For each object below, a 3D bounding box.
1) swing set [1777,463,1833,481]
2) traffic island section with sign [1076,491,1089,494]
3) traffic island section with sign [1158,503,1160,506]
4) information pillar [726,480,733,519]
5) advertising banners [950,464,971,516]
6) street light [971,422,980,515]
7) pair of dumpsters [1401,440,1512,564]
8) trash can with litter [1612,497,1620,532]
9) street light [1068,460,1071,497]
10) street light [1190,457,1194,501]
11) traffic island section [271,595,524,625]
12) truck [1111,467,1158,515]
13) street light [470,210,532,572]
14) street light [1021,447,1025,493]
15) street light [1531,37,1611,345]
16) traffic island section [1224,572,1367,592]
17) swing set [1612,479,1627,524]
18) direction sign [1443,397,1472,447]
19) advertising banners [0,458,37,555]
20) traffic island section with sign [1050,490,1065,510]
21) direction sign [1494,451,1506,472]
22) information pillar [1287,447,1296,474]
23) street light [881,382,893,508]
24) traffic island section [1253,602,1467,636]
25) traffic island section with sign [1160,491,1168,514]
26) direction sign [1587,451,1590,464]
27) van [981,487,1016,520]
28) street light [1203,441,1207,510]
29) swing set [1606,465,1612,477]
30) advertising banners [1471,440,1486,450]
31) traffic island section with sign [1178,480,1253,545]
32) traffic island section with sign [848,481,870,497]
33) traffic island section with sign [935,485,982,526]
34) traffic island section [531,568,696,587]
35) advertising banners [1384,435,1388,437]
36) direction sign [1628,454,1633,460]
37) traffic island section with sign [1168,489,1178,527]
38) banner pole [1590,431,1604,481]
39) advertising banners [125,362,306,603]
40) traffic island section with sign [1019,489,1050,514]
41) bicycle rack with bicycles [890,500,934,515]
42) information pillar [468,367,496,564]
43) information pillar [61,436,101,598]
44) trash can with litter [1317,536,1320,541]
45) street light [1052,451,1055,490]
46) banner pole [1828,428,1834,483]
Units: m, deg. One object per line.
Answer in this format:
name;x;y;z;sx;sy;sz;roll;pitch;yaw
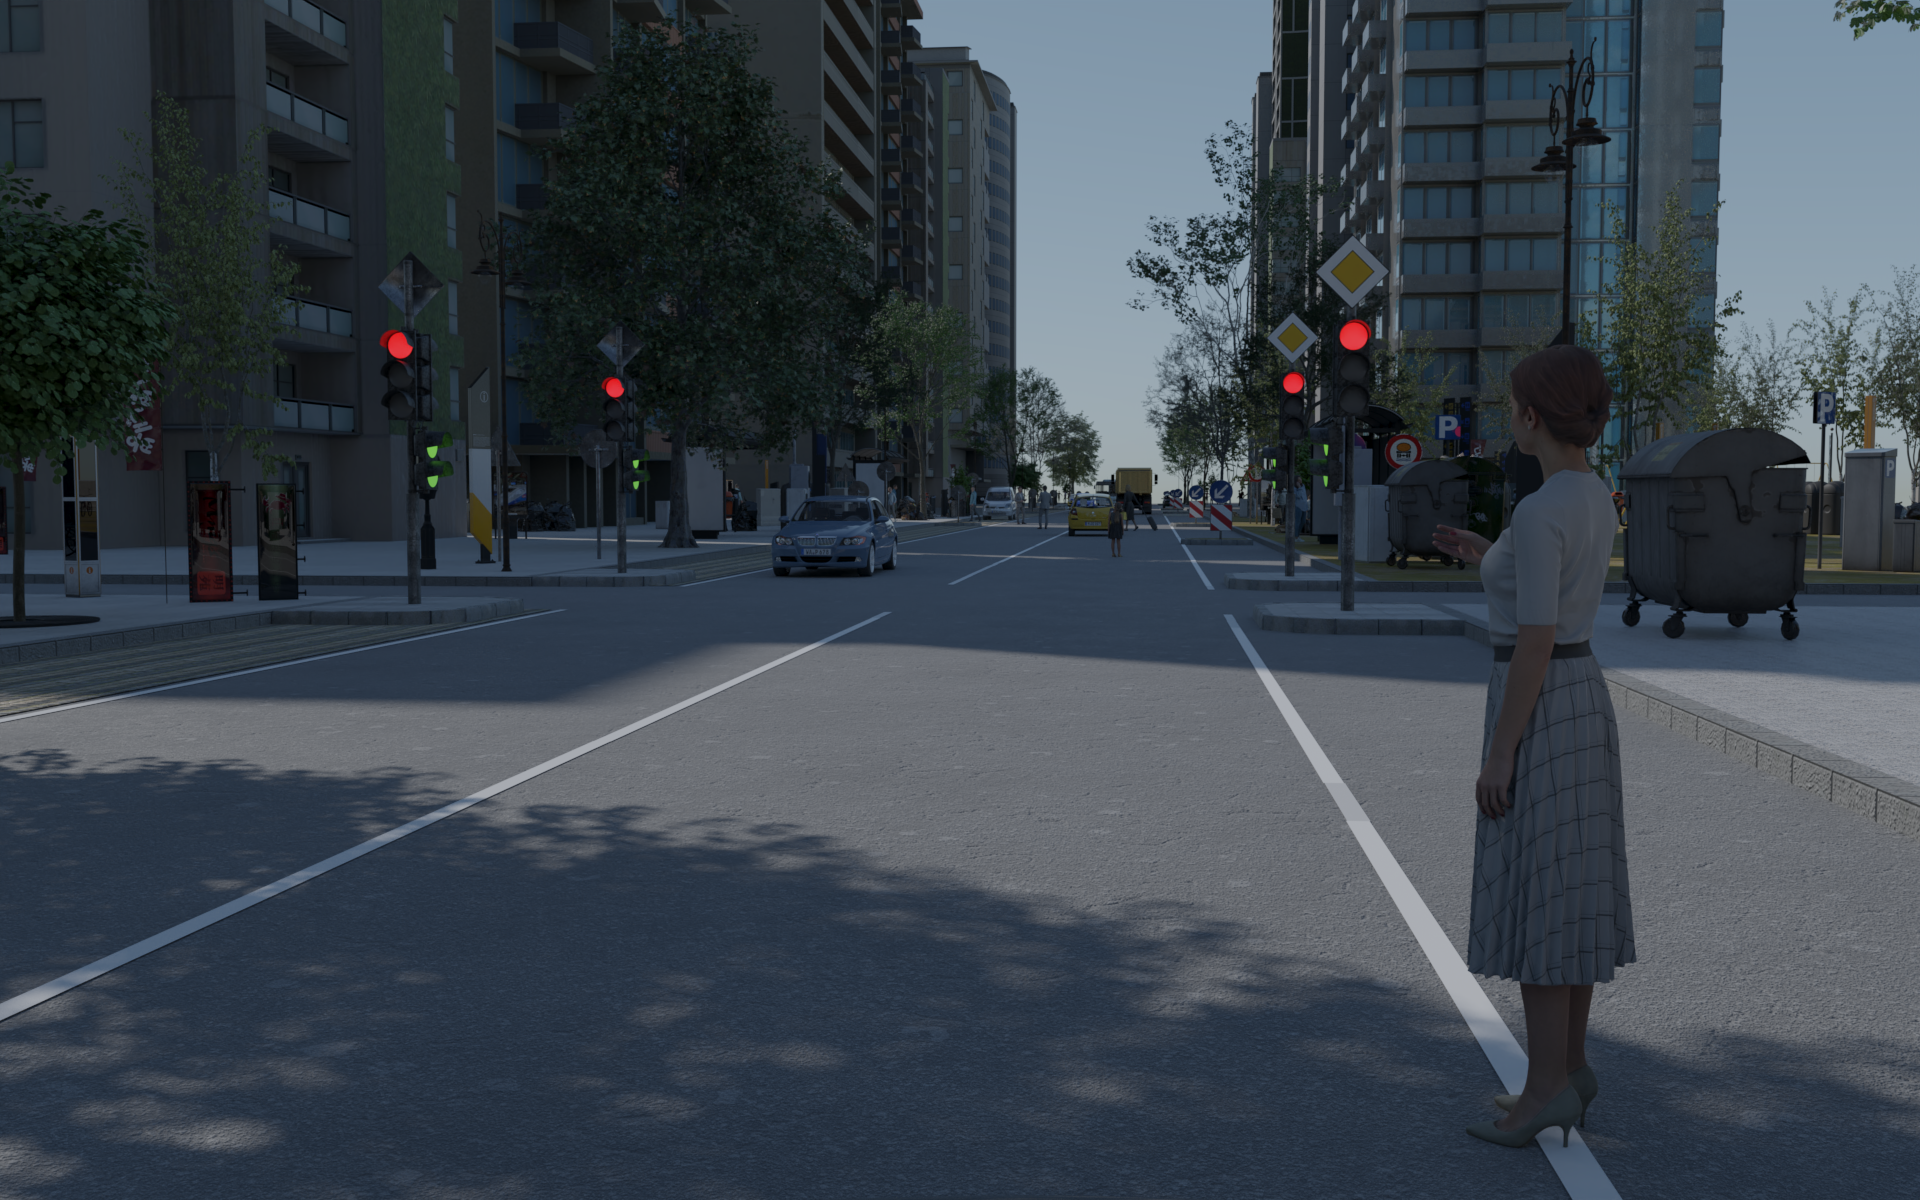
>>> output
swing set;41.954;-5.423;86.285;3.119;2.851;2.862;-1;4;-11
traffic island section with sign;14.439;-12.268;209.205;1.989;1.847;2.006;0;4;6
traffic island section with sign;18.764;-8.848;153.287;1.989;1.847;2.006;0;4;6
information pillar;-12.091;-5.287;90.930;0.304;2.012;0.304;-1;4;-14
advertising banners;0.033;-6.442;101.519;0.090;3.025;2.074;2;4;35
street light;0.921;-8.062;104.603;0.468;5.910;1.993;0;4;6
pair of dumpsters;9.486;-1.896;33.488;1.574;2.255;4.437;0;4;6
trash can with litter;22.018;-2.912;59.002;0.624;1.170;1.055;-1;4;-11
street light;14.417;-15.577;227.467;0.468;5.910;1.993;0;4;6
street light;23.721;-12.497;177.117;0.468;5.910;1.993;0;4;6
traffic island section;-6.391;0.125;20.243;2.009;0.180;2.903;0;4;6
truck;12.549;-7.882;124.798;3.469;3.379;9.791;0;4;6
street light;-7.509;-3.408;28.510;0.468;5.910;1.993;0;4;6
street light;5.202;-10.505;144.542;0.468;5.910;1.993;0;4;6
street light;6.350;-2.775;18.158;0.468;5.910;1.993;0;4;6
traffic island section;5.161;-0.289;27.003;2.009;0.180;2.903;0;4;6
swing set;27.007;-4.233;66.827;2.862;2.851;3.119;2;4;28
direction sign;11.668;-2.979;40.711;0.379;3.537;0.876;-2;4;-28
advertising banners;-20.425;-2.469;36.560;2.074;3.025;0.090;0;4;-3
traffic island section with sign;8.349;-8.888;153.951;1.989;1.847;2.006;0;4;6
direction sign;29.806;-6.321;95.337;0.876;3.537;0.379;-3;5;-43
information pillar;13.990;-4.987;72.891;0.504;3.616;0.183;3;4;37
street light;-2.999;-5.913;69.463;0.468;5.910;1.993;0;4;6
traffic island section;4.286;0.197;19.065;2.009;0.180;2.903;0;4;6
traffic island section with sign;15.762;-7.186;126.113;1.989;1.847;2.006;0;4;6
direction sign;30.760;-5.685;84.939;0.379;3.537;0.876;-3;5;-42
van;2.197;-5.440;95.955;2.013;2.044;4.112;0;4;6
street light;19.410;-10.069;137.416;0.468;5.910;1.993;0;4;6
swing set;33.286;-5.805;92.536;3.119;2.851;2.862;-1;4;-20
advertising banners;15.720;-3.611;55.222;2.074;3.025;0.090;0;4;2
traffic island section with sign;7.298;-2.490;49.338;1.989;1.847;2.006;0;4;6
traffic island section with sign;-3.005;-2.588;50.948;1.989;1.847;2.006;0;4;6
traffic island section with sign;-0.053;-4.227;77.742;1.989;1.847;2.006;0;4;6
traffic island section;-5.516;-0.361;28.180;2.009;0.180;2.903;0;4;6
advertising banners;12.020;-3.361;51.138;2.074;3.025;0.090;-1;4;-8
direction sign;38.445;-6.534;98.830;0.876;3.537;0.379;-1;4;-19
traffic island section with sign;10.254;-4.129;76.132;1.989;1.847;2.006;0;4;6
banner pole;16.586;-3.368;45.087;0.863;3.779;0.401;-3;5;-41
advertising banners;-8.858;-1.486;20.482;2.074;3.025;0.090;-2;4;-31
traffic island section with sign;5.364;-7.231;126.853;1.989;1.847;2.006;0;4;6
bicycle rack with bicycles;-3.057;-5.330;100.527;2.925;0.926;2.852;0;4;6
information pillar;-8.810;-2.476;31.833;0.183;3.616;0.504;2;4;29
information pillar;-10.921;-1.041;21.513;0.304;2.012;0.304;2;4;29
trash can with litter;10.081;-2.150;46.544;1.055;1.170;0.624;1;4;9
street light;10.119;-13.144;187.692;0.468;5.910;1.993;0;4;6
banner pole;32.680;-4.591;65.082;0.401;3.779;0.863;2;4;35
